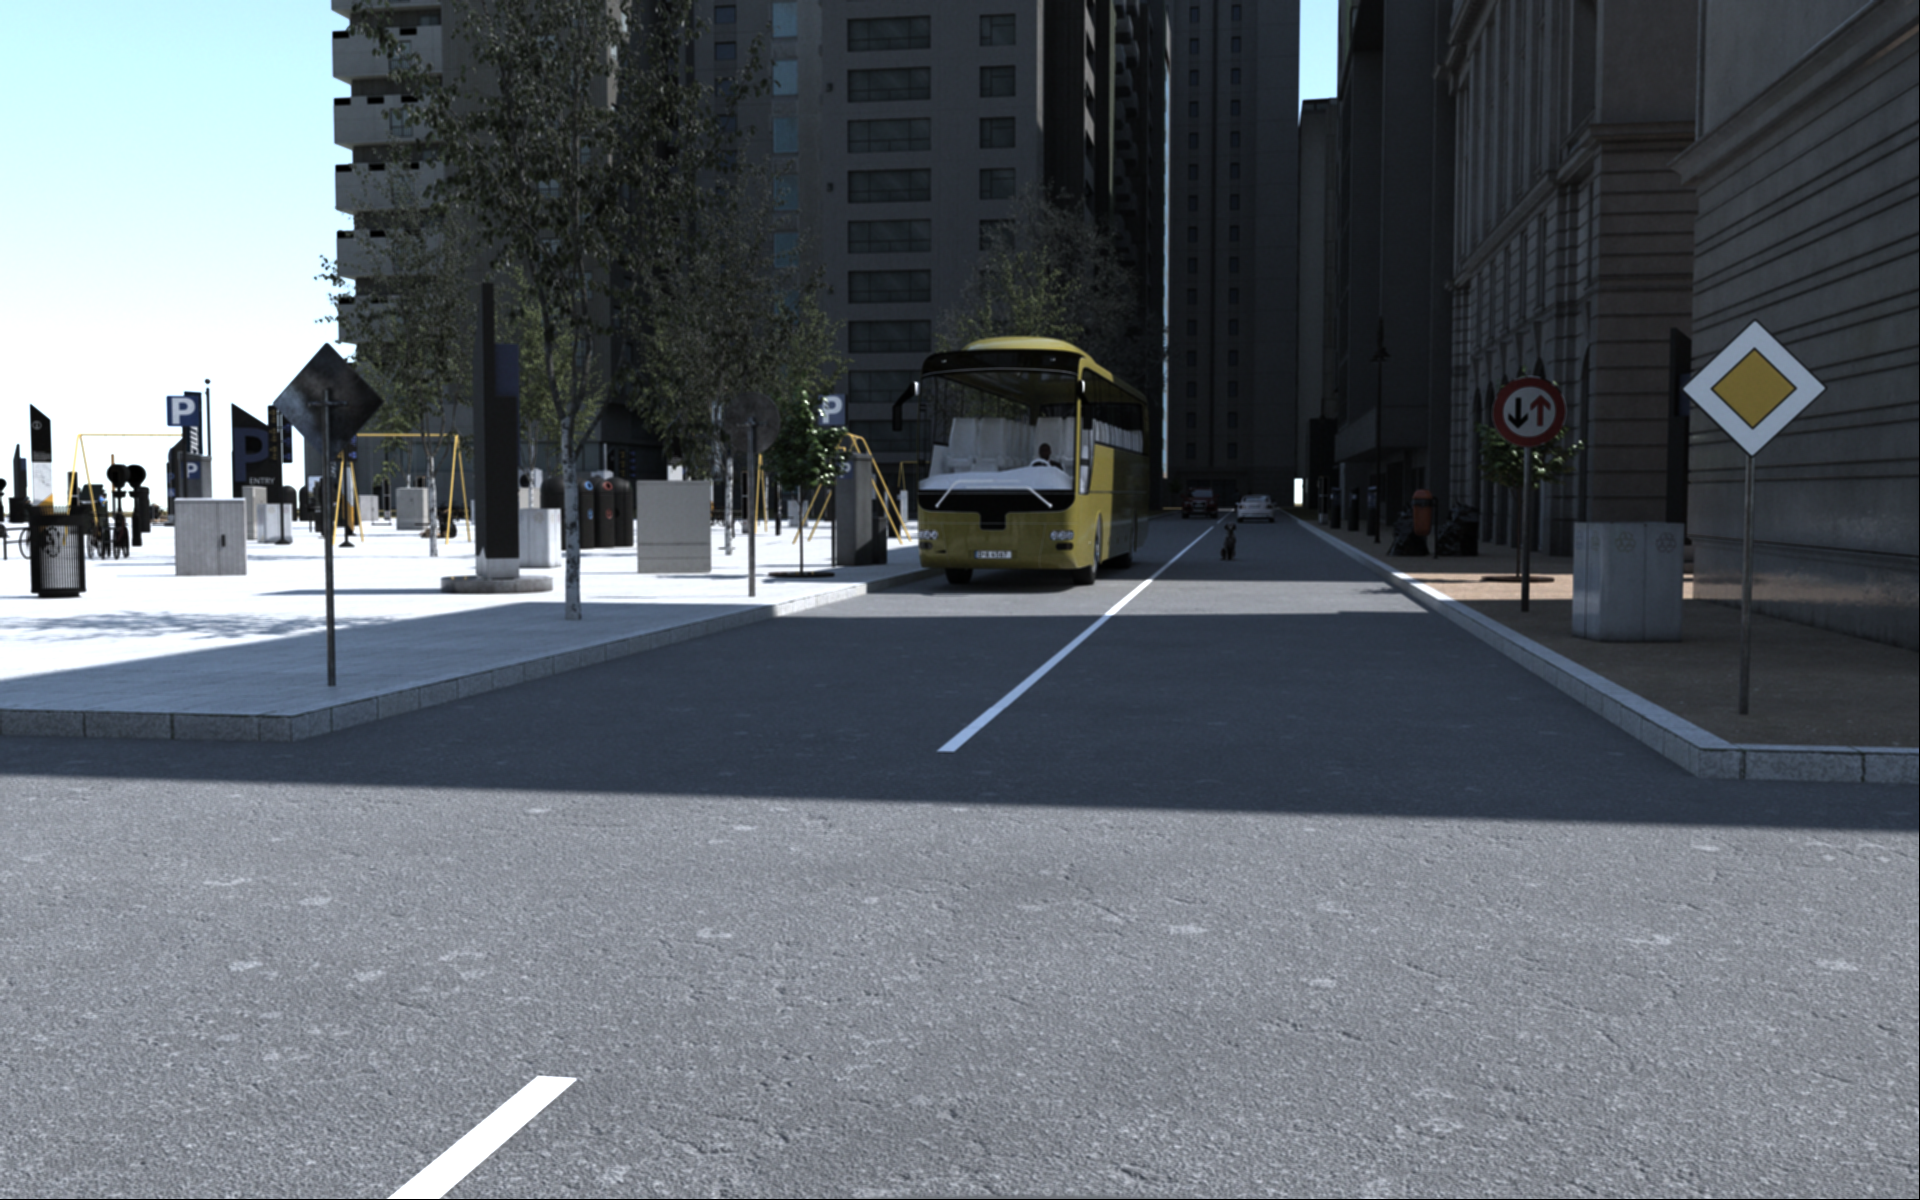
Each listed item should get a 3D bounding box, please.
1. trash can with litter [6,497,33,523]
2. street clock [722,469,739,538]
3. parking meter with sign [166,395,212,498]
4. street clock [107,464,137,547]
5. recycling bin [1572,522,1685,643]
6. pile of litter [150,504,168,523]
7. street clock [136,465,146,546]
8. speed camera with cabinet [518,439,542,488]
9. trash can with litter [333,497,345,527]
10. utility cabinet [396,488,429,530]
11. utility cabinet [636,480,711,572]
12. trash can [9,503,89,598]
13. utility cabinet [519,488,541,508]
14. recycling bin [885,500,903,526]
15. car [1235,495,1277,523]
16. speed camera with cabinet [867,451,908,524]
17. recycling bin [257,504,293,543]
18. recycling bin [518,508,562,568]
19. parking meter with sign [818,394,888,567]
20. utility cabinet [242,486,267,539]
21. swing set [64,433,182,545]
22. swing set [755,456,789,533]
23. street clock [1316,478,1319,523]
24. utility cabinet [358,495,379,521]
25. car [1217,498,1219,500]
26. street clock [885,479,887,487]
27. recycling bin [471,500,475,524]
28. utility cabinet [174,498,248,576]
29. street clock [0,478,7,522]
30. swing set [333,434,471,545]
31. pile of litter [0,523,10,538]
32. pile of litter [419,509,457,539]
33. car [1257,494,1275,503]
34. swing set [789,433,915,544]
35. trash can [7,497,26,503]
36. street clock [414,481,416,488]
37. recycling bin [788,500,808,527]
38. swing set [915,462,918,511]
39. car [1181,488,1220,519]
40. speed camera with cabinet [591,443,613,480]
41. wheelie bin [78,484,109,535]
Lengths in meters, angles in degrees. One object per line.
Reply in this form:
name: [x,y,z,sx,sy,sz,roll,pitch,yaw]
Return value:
trash can with litter: [-42.218,-4.058,77.737,1.055,1.170,0.624,-3,5,-42]
street clock: [-6.687,-2.799,50.327,0.471,2.002,0.358,2,4,27]
parking meter with sign: [-13.887,-2.158,31.541,0.543,3.016,1.738,-1,4,-10]
street clock: [-20.285,-2.277,41.800,0.471,2.002,0.358,0,4,8]
recycling bin: [5.886,-0.167,15.284,0.722,1.027,0.722,0,4,-1]
pile of litter: [-36.019,-3.891,77.587,1.719,0.858,1.176,-1,4,-19]
street clock: [-20.227,-2.320,42.506,0.471,2.002,0.358,-1,4,-11]
speed camera with cabinet: [-16.000,-4.137,61.977,2.038,3.252,0.660,1,4,14]
trash can with litter: [-24.147,-3.441,67.651,0.624,1.170,1.055,-1,4,-11]
utility cabinet: [-19.249,-3.190,60.842,1.173,1.500,0.318,1,4,22]
utility cabinet: [-4.649,-1.190,28.138,1.173,1.500,0.318,-1,4,-12]
trash can: [-11.224,-0.605,21.538,0.748,1.137,0.748,0,3,0]
utility cabinet: [-14.749,-3.104,59.433,0.318,1.500,1.173,3,4,37]
recycling bin: [-2.723,-3.572,70.962,0.722,1.027,0.722,0,4,3]
car: [15.006,-4.615,87.815,2.083,1.381,4.827,1,4,10]
speed camera with cabinet: [-3.299,-4.938,75.066,2.038,3.252,0.660,0,4,-4]
recycling bin: [-17.979,-2.011,45.435,0.722,1.027,0.722,-3,4,-37]
recycling bin: [-7.412,-1.082,30.244,0.722,1.027,0.722,0,4,4]
parking meter with sign: [-1.872,-2.126,31.026,0.543,3.016,1.738,2,4,25]
utility cabinet: [-19.803,-2.447,48.684,0.318,1.500,1.173,0,4,-4]
swing set: [-21.191,-2.896,44.973,3.119,2.851,2.862,-1,4,-9]
swing set: [-5.126,-3.678,57.763,3.119,2.851,2.862,0,4,1]
street clock: [16.031,-4.417,76.790,0.358,2.002,0.471,-2,4,-29]
utility cabinet: [-27.944,-4.314,81.703,0.306,1.237,1.020,3,4,38]
car: [19.203,-7.753,135.801,2.155,1.783,4.494,1,4,11]
street clock: [-3.765,-4.899,84.670,0.358,2.002,0.471,2,4,30]
recycling bin: [-20.469,-3.763,74.072,0.722,1.027,0.722,-2,4,-30]
utility cabinet: [-11.779,-0.983,27.239,1.020,1.237,0.306,-1,4,-17]
street clock: [-43.788,-4.556,79.068,0.471,2.002,0.358,-1,4,-10]
swing set: [-14.662,-2.908,45.170,3.119,2.851,2.862,0,4,-4]
pile of litter: [-28.693,-2.245,50.678,1.719,0.858,1.176,-3,5,-41]
pile of litter: [-15.343,-2.254,50.815,1.176,0.858,1.719,0,4,8]
car: [21.072,-6.687,121.330,2.014,1.417,4.499,0,4,8]
swing set: [-2.805,-2.950,45.856,2.862,2.851,3.119,0,4,3]
trash can: [-41.440,-3.942,76.113,0.748,1.137,0.748,0,3,0]
street clock: [-25.494,-4.718,81.709,0.471,2.002,0.358,1,4,11]
recycling bin: [-6.416,-3.422,68.500,0.722,1.027,0.722,-1,4,-14]
swing set: [-1.323,-5.252,83.485,3.119,2.851,2.862,-1,4,-14]
car: [14.195,-5.726,102.292,2.281,1.827,5.304,1,4,9]
speed camera with cabinet: [-14.563,-4.503,67.952,2.038,3.252,0.660,2,4,30]
wheelie bin: [-27.475,-2.875,54.910,0.980,1.594,0.693,0,4,4]
